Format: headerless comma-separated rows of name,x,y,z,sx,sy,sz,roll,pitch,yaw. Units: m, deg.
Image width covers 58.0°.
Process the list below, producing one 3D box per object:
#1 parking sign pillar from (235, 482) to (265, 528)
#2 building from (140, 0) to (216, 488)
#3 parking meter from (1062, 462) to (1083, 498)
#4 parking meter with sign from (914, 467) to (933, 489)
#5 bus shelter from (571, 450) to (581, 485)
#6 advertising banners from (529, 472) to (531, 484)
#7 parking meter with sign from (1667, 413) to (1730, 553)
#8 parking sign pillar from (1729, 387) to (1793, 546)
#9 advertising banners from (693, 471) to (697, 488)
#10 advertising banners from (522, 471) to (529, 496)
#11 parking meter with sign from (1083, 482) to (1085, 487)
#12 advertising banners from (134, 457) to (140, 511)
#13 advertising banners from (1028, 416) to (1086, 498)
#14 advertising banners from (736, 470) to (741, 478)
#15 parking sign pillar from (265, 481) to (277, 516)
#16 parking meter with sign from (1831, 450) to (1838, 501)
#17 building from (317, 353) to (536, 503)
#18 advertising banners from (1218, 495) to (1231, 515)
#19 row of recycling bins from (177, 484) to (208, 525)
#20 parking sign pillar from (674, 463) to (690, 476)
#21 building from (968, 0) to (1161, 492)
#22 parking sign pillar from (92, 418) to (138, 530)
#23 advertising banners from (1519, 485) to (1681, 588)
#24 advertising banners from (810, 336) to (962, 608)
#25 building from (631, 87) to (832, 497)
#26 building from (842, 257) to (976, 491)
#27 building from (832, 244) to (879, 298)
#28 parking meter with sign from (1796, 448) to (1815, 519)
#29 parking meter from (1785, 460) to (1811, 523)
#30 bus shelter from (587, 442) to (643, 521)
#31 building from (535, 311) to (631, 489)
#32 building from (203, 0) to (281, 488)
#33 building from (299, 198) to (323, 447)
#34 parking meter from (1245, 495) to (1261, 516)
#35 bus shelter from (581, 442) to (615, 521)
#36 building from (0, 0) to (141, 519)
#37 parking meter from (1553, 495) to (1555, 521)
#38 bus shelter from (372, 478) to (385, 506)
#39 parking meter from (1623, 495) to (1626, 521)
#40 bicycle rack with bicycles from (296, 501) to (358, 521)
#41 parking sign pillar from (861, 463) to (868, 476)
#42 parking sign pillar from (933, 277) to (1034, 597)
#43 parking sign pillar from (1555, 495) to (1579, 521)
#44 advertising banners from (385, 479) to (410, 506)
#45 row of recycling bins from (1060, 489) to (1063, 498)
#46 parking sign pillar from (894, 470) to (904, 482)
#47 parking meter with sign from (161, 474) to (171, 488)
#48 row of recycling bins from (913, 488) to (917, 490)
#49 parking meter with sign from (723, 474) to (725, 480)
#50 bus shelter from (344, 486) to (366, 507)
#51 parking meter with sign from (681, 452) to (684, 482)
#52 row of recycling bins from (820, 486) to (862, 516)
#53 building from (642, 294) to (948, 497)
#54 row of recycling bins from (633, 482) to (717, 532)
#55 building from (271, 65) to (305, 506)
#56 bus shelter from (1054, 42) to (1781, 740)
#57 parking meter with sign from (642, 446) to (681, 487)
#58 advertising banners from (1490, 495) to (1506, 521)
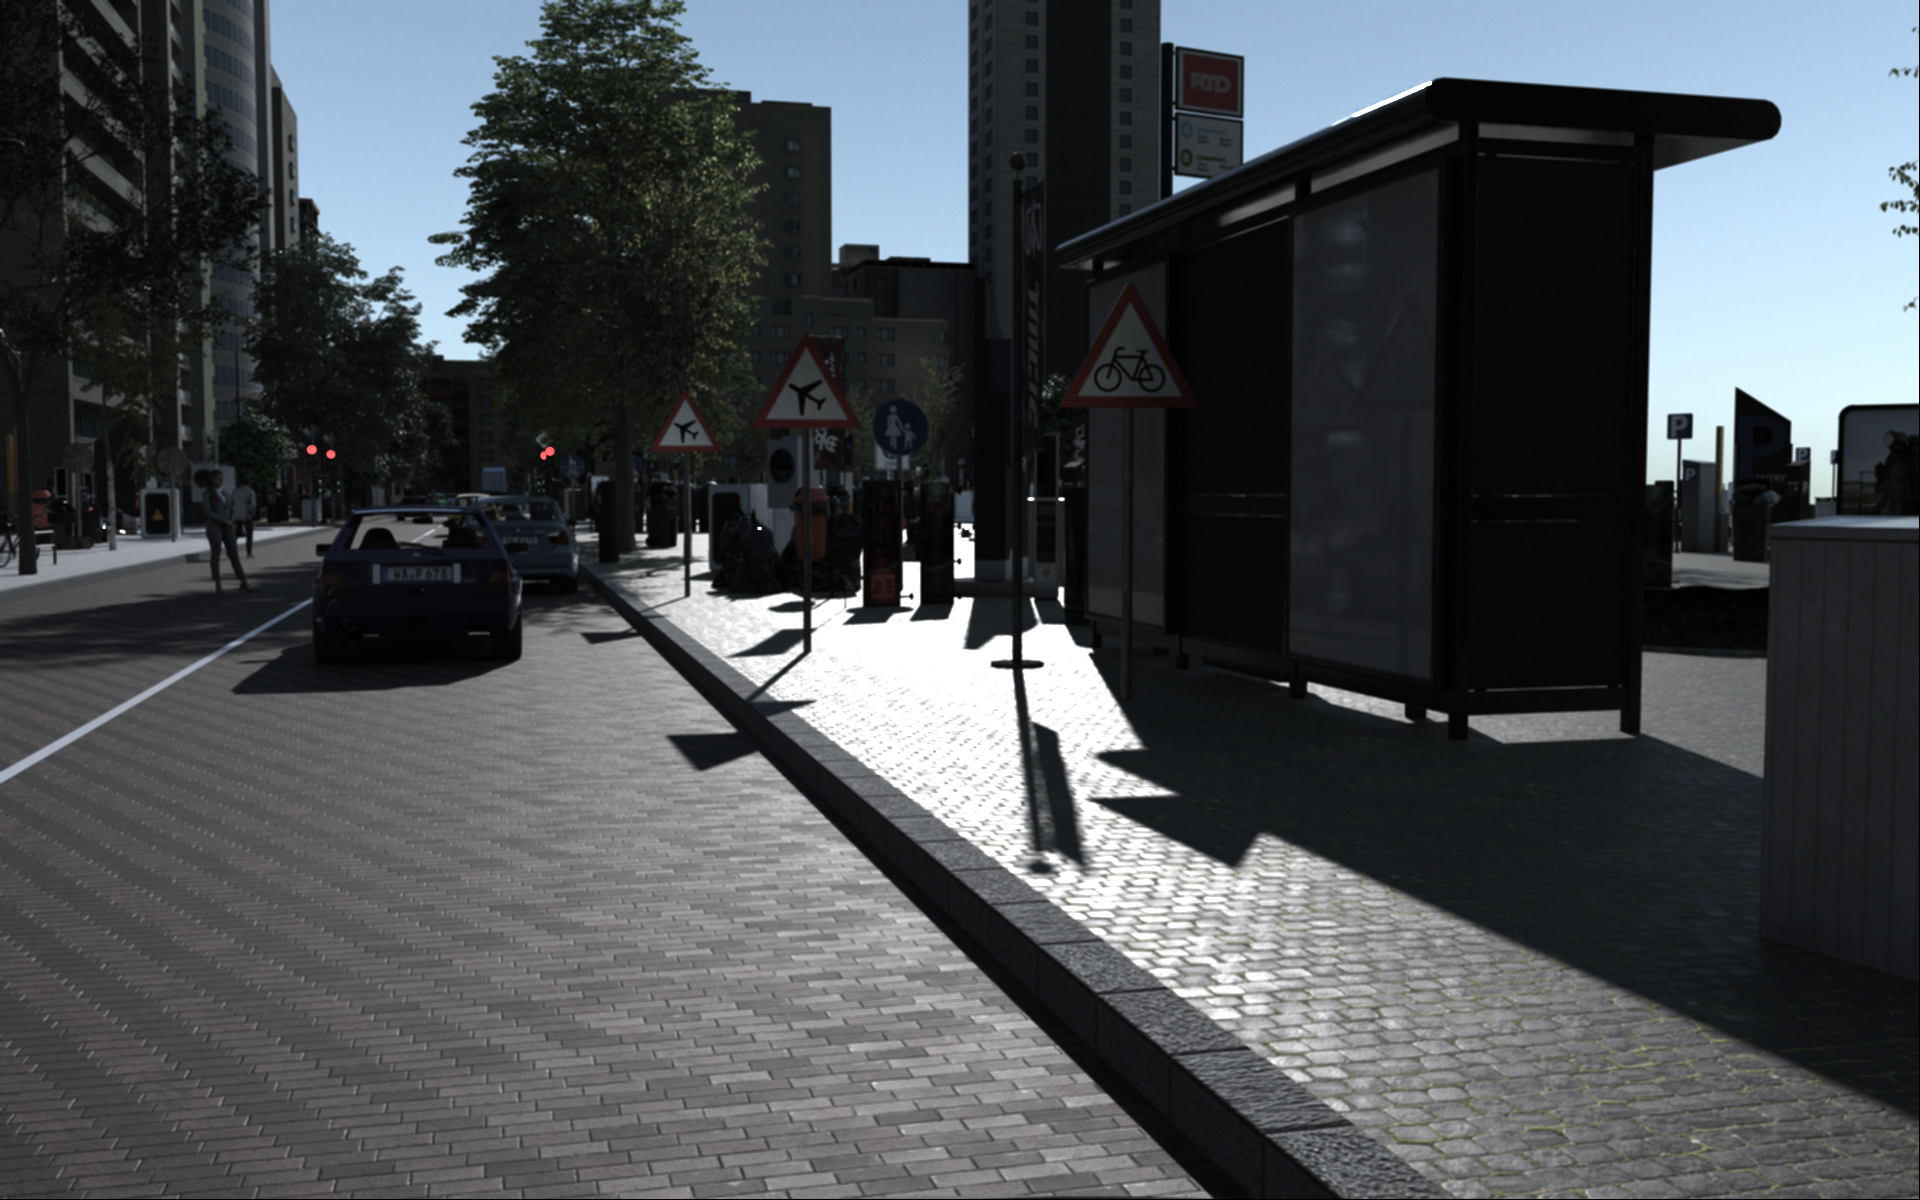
parking sign pillar,-27.421,-4.706,65.418,1.447,3.967,1.447,0,4,2
building,-61.119,-26.772,121.319,14.154,41.232,14.086,-1,4,-15
parking meter,2.030,-1.563,31.266,0.255,1.863,0.399,2,4,28
parking meter with sign,-2.080,-6.928,109.527,1.738,3.016,0.543,3,5,44
bus shelter,-20.187,-6.319,94.592,1.731,3.624,6.357,-1,4,-15
advertising banners,-33.385,-8.557,136.094,0.090,3.025,2.074,2,4,24
parking meter with sign,16.302,-2.562,38.144,1.738,3.016,0.543,-2,4,-35
parking sign pillar,20.125,-3.362,43.433,1.447,3.967,1.447,1,4,15
advertising banners,-20.795,-8.393,133.407,0.090,3.025,2.074,2,4,24
advertising banners,-33.454,-8.362,132.906,0.090,3.025,2.074,-1,4,-9
parking meter with sign,7.128,-5.735,90.031,1.738,3.016,0.543,2,4,23
advertising banners,-37.043,-5.080,79.249,2.074,3.025,0.090,0,4,-1
advertising banners,2.013,-2.623,39.078,2.074,3.025,0.090,2,4,28
advertising banners,-16.734,-8.023,127.365,0.090,3.025,2.074,-3,5,-44
parking sign pillar,-41.086,-6.961,102.286,1.447,3.967,1.447,-3,4,-38
parking meter with sign,35.533,-4.432,68.726,1.738,3.016,0.543,0,4,7
building,-77.590,-25.044,254.504,28.899,21.520,27.650,-1,4,-15
advertising banners,9.020,-4.136,63.818,2.074,3.025,0.090,0,4,2
row of recycling bins,-32.867,-4.095,74.070,1.069,1.692,3.534,-1,4,-14
parking sign pillar,-15.651,-6.661,97.373,1.447,3.967,1.447,-2,4,-35
building,11.384,-47.477,214.505,20.611,71.187,20.563,-1,4,-15
parking sign pillar,-29.660,-4.417,60.688,1.447,3.967,1.447,-3,5,-43
advertising banners,8.875,-1.702,24.011,2.074,3.025,0.090,2,4,24
advertising banners,-0.867,-1.440,19.728,2.074,3.025,0.090,-2,4,-33
building,-27.315,-35.541,204.789,21.300,48.544,21.600,-1,4,-15
building,-6.505,-27.141,215.459,14.107,30.474,14.160,-1,4,-15
building,-15.530,-35.518,272.595,23.993,40.220,32.217,-1,4,-15
parking meter with sign,33.395,-4.456,69.121,1.738,3.016,0.543,2,4,28
parking meter,14.245,-1.454,29.482,0.399,1.863,0.255,-3,4,-37
bus shelter,-13.300,-4.486,67.271,2.014,3.302,5.546,-1,4,-15
building,-54.921,-29.418,252.686,14.107,30.474,14.160,-1,4,-15
building,-73.953,-37.436,154.078,21.231,58.520,28.212,-1,4,-15
building,-105.312,-36.035,243.792,28.867,44.769,22.147,-1,4,-15
parking meter,6.660,-2.056,39.330,0.255,1.863,0.399,-1,4,-16
bus shelter,-16.445,-5.456,80.494,1.731,3.624,6.357,-1,4,-15
building,-56.387,-28.559,90.634,21.300,48.544,21.600,-1,4,-15
parking meter,24.073,-3.912,69.679,0.255,1.863,0.399,-2,4,-27
bus shelter,-45.413,-8.615,134.774,2.014,3.302,5.546,-1,4,-15
parking meter,15.891,-2.006,41.211,0.372,1.533,0.369,0,3,0
bicycle rack with bicycles,-31.808,-4.486,86.735,2.925,0.926,2.852,0,4,2
parking sign pillar,-8.174,-9.907,150.448,1.447,3.967,1.447,1,4,14
parking sign pillar,0.540,-2.063,22.207,1.447,3.967,1.447,1,4,15
parking sign pillar,21.576,-4.429,60.893,1.447,3.967,1.447,-2,4,-25
advertising banners,-46.867,-9.073,144.528,2.074,3.025,0.090,-1,4,-19
row of recycling bins,9.608,-8.818,151.294,3.534,1.692,1.069,3,4,37
parking sign pillar,-3.501,-6.671,97.539,1.447,3.967,1.447,1,4,13
parking meter with sign,-37.500,-5.242,81.968,0.543,3.016,1.738,-1,4,-20
row of recycling bins,-3.641,-8.598,147.693,1.069,1.692,3.534,-1,4,-23
parking meter with sign,-20.901,-9.243,147.377,1.738,3.016,0.543,0,4,-2
bus shelter,-41.759,-7.864,119.866,1.731,3.624,6.357,-1,4,-15
parking meter with sign,-10.901,-4.326,66.988,0.543,3.016,1.738,-1,4,-13
row of recycling bins,-5.814,-4.761,84.948,3.534,1.692,1.069,2,4,31
building,-18.266,-20.605,181.929,27.650,21.520,28.899,-1,4,-15
row of recycling bins,-9.836,-3.161,58.795,3.534,1.692,1.069,-1,4,-13
building,-84.349,-34.588,189.221,21.600,48.544,21.300,-1,4,-15
bus shelter,2.239,-2.175,13.191,2.179,5.291,8.768,-1,4,-15
parking meter with sign,-10.562,-3.961,61.023,0.543,3.016,1.738,1,4,16
advertising banners,9.620,-2.154,31.403,2.074,3.025,0.090,1,4,10
